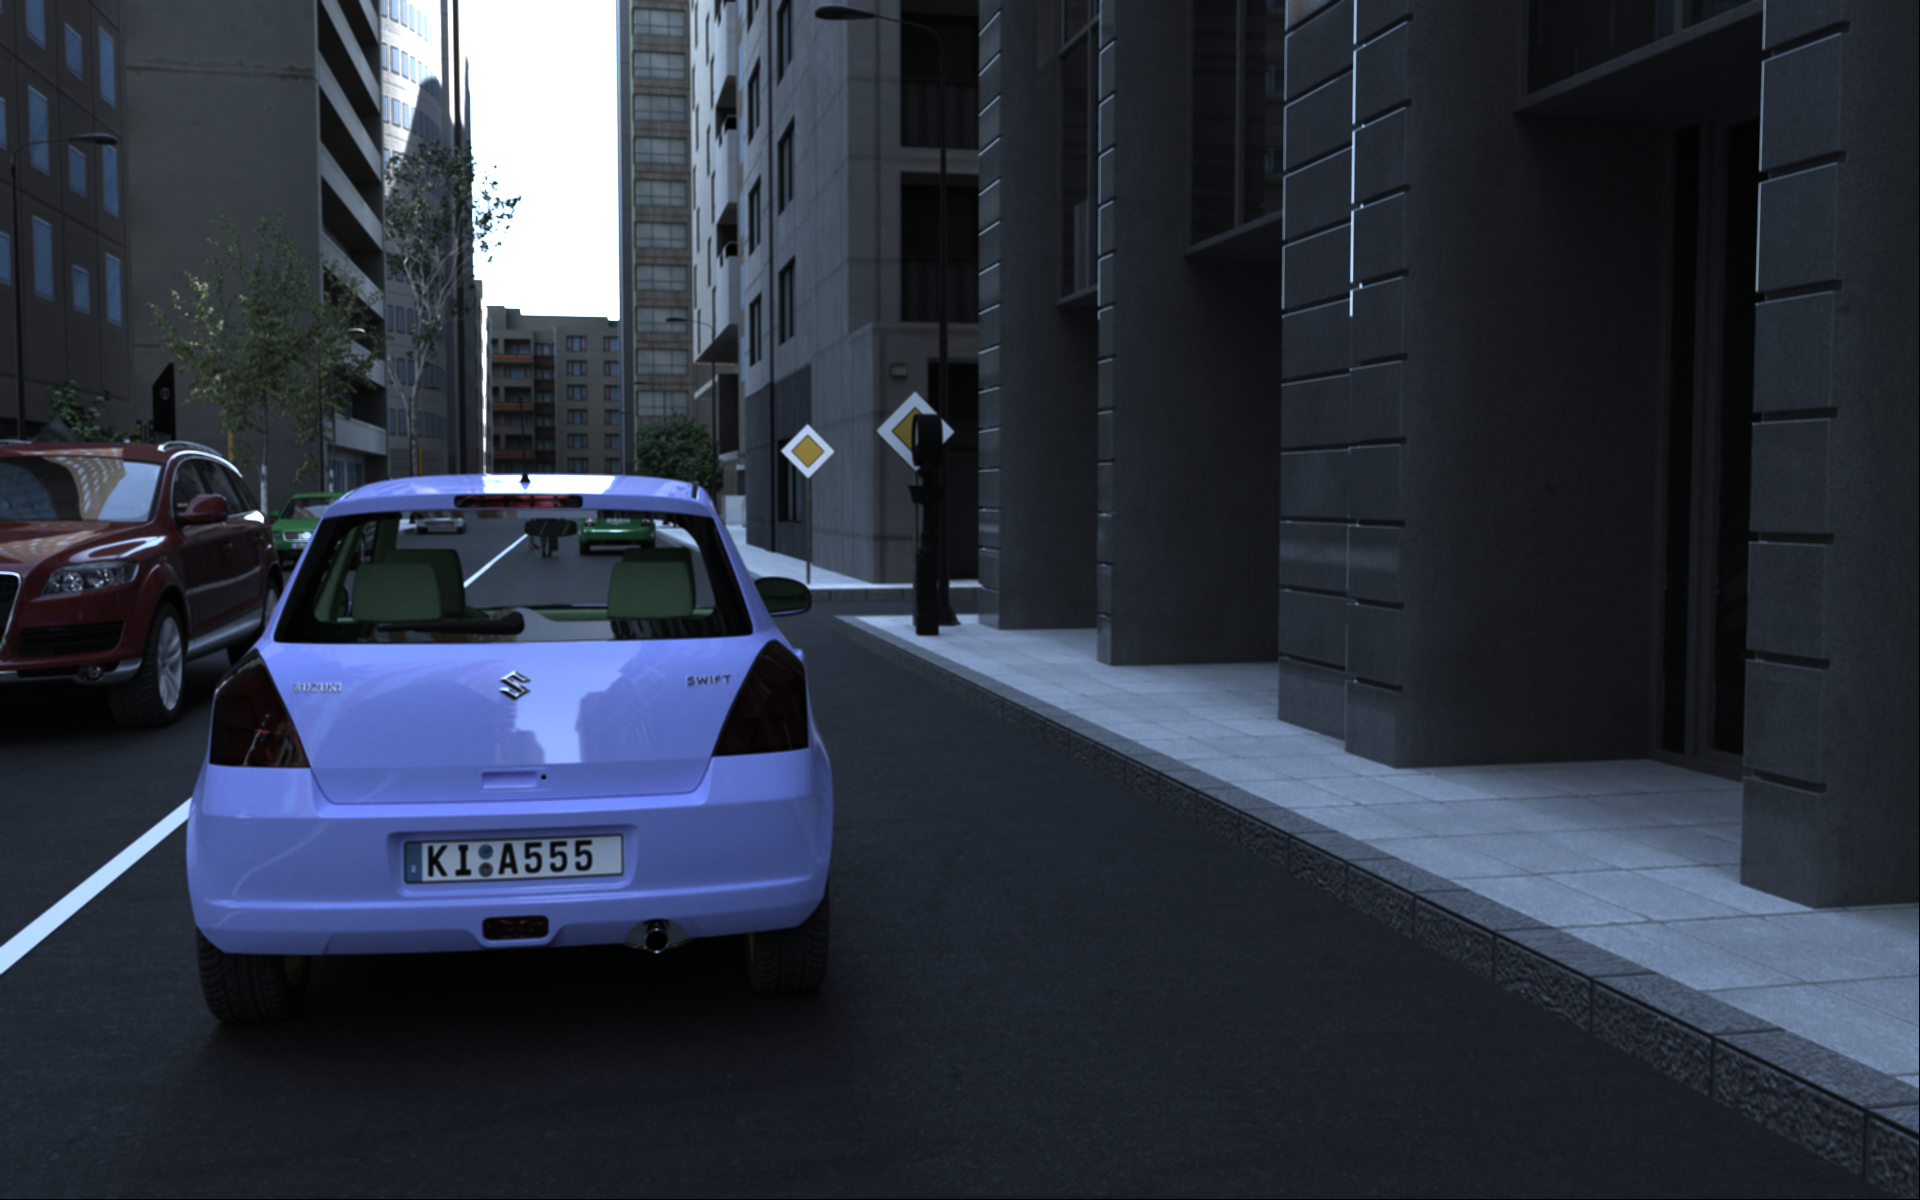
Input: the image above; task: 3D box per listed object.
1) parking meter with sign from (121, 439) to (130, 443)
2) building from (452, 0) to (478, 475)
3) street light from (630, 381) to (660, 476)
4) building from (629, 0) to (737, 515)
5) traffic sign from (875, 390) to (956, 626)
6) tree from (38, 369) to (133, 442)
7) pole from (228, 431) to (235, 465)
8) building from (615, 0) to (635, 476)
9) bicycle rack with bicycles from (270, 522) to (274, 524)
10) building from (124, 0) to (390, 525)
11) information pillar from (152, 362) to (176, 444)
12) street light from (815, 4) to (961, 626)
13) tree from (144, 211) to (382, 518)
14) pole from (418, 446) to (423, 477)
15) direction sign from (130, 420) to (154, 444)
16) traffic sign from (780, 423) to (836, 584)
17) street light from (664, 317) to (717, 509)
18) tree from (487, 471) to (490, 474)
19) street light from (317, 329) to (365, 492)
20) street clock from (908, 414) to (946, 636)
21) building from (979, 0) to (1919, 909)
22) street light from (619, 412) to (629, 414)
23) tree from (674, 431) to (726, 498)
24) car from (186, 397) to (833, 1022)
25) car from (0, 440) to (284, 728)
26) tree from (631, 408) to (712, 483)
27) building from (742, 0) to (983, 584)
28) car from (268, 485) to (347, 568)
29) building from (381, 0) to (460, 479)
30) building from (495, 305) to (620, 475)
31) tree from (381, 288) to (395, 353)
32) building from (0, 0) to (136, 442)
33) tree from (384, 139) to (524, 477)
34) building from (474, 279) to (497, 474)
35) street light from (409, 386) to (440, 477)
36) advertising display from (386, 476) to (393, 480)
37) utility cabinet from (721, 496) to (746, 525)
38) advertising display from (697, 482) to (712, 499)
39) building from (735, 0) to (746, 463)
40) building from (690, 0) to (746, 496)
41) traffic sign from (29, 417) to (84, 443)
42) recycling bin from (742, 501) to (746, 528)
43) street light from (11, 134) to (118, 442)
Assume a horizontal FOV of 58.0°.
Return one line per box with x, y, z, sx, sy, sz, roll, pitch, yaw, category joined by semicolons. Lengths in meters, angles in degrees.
-26.923;-3.597;55.074;1.738;3.016;0.543;2;4;28;parking meter with sign
-43.791;-29.285;128.921;14.600;45.320;14.200;-1;4;-12;building
-12.732;-6.059;71.599;1.470;5.913;1.316;-1;4;-12;street light
-14.134;-26.192;111.837;14.154;41.232;14.086;-1;4;-12;building
-0.438;-0.807;16.831;0.795;2.450;0.064;-1;4;-12;traffic sign
-13.684;-1.959;26.639;1.663;3.219;1.824;0;3;0;tree
-23.683;-3.824;56.370;0.158;3.312;0.155;0;3;0;pole
-20.971;-37.788;159.826;21.231;58.520;28.212;-1;4;-12;building
-17.500;-1.670;40.686;2.925;0.926;2.852;-2;4;-29;bicycle rack with bicycles
-33.836;-26.945;64.252;21.300;48.544;21.600;-1;4;-12;building
-14.187;-2.422;30.951;0.504;3.616;0.183;2;4;26;information pillar
-0.691;-2.703;16.727;1.470;5.913;1.316;-1;4;-12;street light
-18.192;-5.756;44.476;4.737;8.622;4.395;0;3;0;tree
-23.042;-4.902;73.986;0.158;3.312;0.155;0;3;0;pole
-24.992;-3.744;53.218;0.876;3.537;0.379;-1;4;-18;direction sign
-2.163;-1.284;24.629;0.795;2.450;0.064;-1;4;-12;traffic sign
-7.037;-4.475;45.712;1.470;5.913;1.316;-1;4;-12;street light
-38.657;-9.044;142.462;1.663;3.219;1.824;0;3;0;tree
-17.443;-4.663;48.778;1.470;5.913;1.316;-1;4;-12;street light
-0.299;-0.683;15.737;0.358;2.002;0.471;-1;4;-9;street clock
8.614;-13.797;3.068;11.434;29.767;29.804;-1;4;-12;building
-18.536;-7.670;97.942;1.470;5.913;1.316;-1;4;-12;street light
-7.631;-3.564;52.865;1.663;3.219;1.824;0;3;0;tree
-1.453;0.213;6.111;1.945;1.707;3.694;-1;4;-11;car
-6.172;-0.211;12.118;2.281;1.827;5.304;-1;4;-11;car
-10.881;-5.044;66.184;4.285;4.588;4.351;0;3;0;tree
6.626;-36.479;34.678;20.611;71.187;20.563;-1;4;-12;building
-12.554;-1.563;34.356;1.959;1.807;4.718;-1;4;-11;car
-43.008;-34.528;106.534;21.231;58.520;28.212;-1;4;-12;building
-49.964;-21.121;190.370;28.899;21.520;27.650;-1;4;-12;building
-19.387;-6.253;52.592;4.737;8.622;4.395;0;3;0;tree
-24.988;-23.355;31.973;14.600;45.320;14.200;-1;4;-12;building
-28.494;-14.093;86.304;12.611;20.169;13.585;0;3;0;tree
-57.090;-18.881;153.751;28.899;21.520;27.650;-1;4;-12;building
-23.102;-6.248;74.697;1.470;5.913;1.316;-1;4;-12;street light
-19.953;-3.389;60.631;0.123;1.923;0.974;-1;4;-13;advertising display
-9.329;-3.681;71.340;1.020;1.237;0.306;-3;5;-41;utility cabinet
-10.626;-4.015;70.854;0.974;1.923;0.123;-1;4;-14;advertising display
0.327;-24.799;55.579;14.600;45.320;14.200;-1;4;-12;building
-22.727;-37.161;196.824;27.495;52.752;28.713;-1;4;-12;building
-11.731;-1.156;22.540;0.795;2.450;0.064;-1;4;-12;traffic sign
-7.917;-3.310;66.668;0.722;1.027;0.722;1;4;17;recycling bin
-11.567;-3.049;22.393;1.470;5.913;1.316;-1;4;-12;street light
